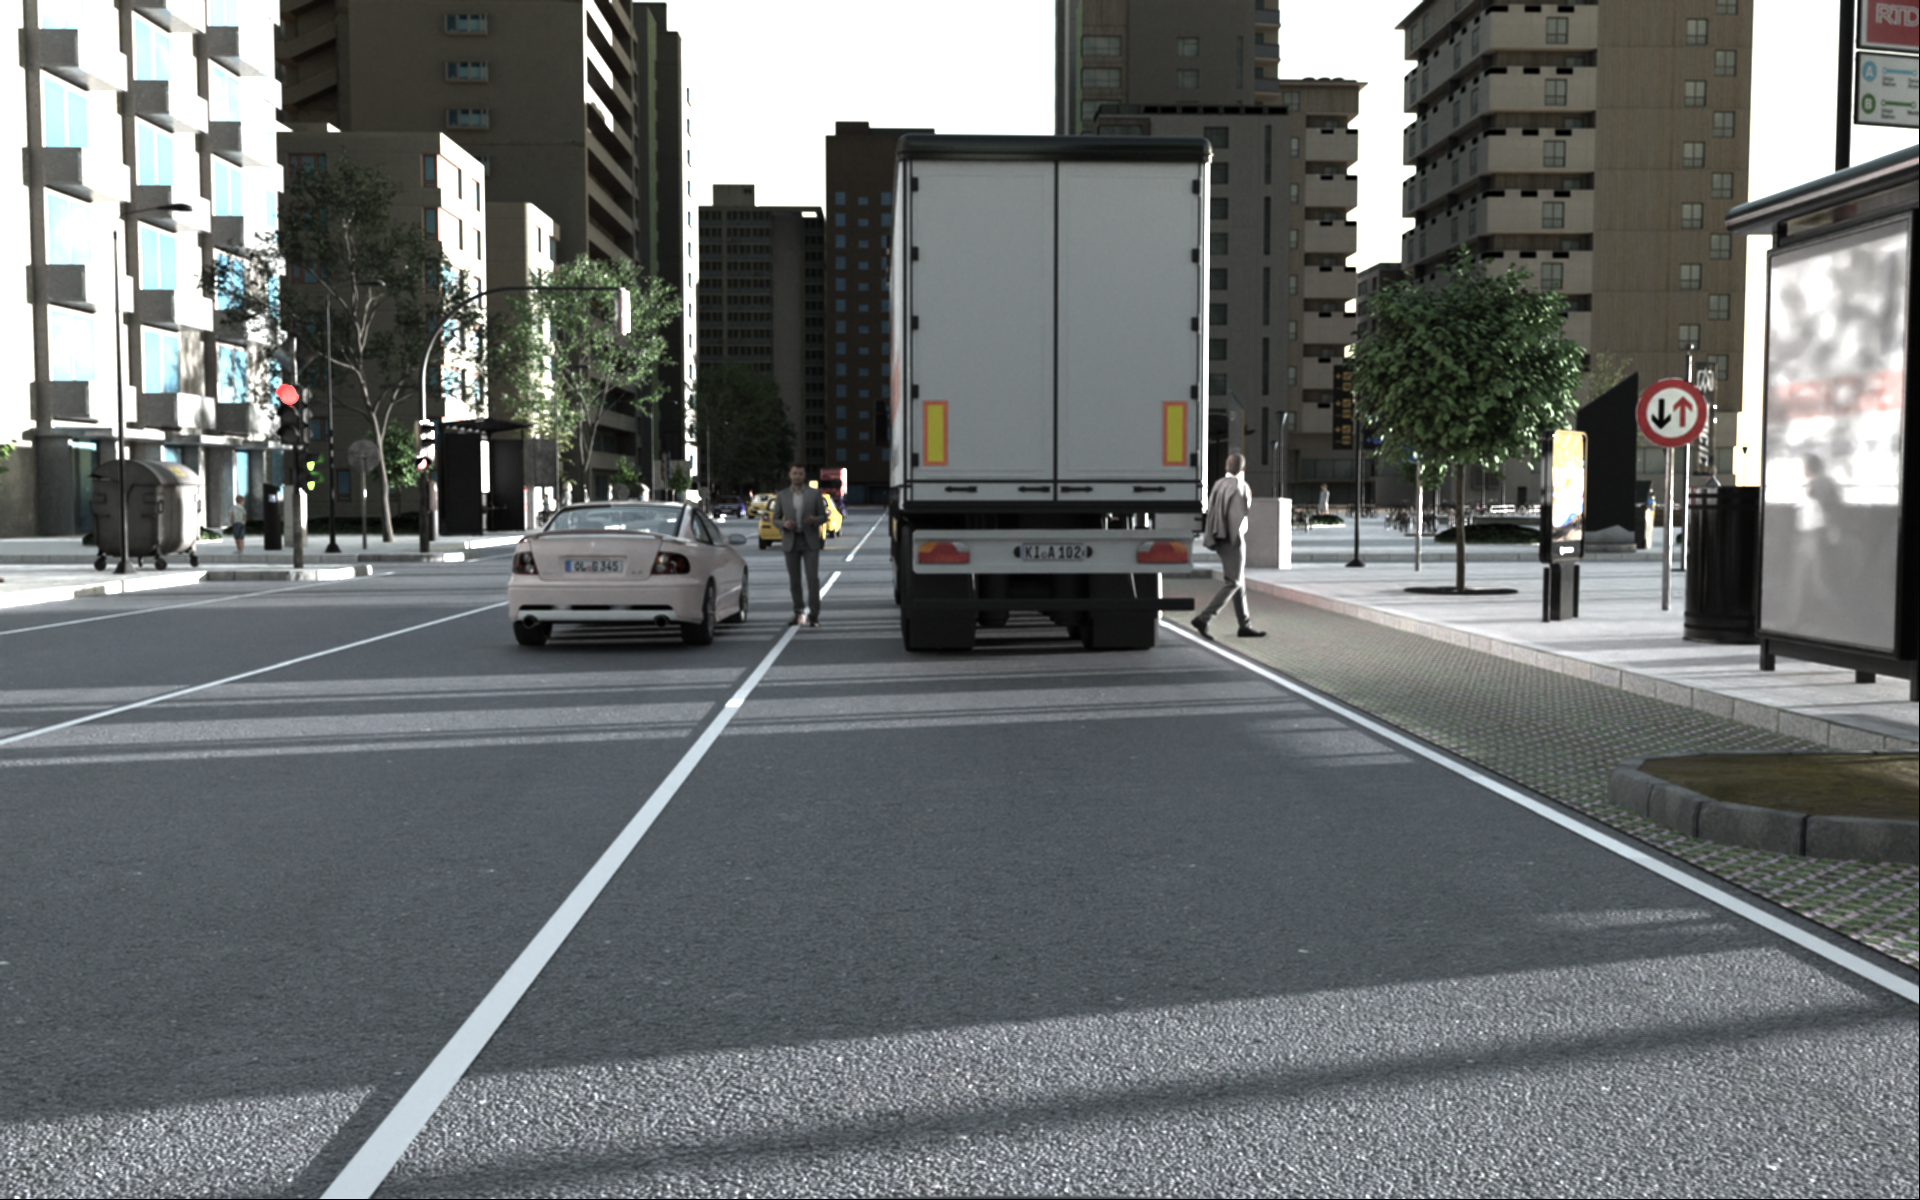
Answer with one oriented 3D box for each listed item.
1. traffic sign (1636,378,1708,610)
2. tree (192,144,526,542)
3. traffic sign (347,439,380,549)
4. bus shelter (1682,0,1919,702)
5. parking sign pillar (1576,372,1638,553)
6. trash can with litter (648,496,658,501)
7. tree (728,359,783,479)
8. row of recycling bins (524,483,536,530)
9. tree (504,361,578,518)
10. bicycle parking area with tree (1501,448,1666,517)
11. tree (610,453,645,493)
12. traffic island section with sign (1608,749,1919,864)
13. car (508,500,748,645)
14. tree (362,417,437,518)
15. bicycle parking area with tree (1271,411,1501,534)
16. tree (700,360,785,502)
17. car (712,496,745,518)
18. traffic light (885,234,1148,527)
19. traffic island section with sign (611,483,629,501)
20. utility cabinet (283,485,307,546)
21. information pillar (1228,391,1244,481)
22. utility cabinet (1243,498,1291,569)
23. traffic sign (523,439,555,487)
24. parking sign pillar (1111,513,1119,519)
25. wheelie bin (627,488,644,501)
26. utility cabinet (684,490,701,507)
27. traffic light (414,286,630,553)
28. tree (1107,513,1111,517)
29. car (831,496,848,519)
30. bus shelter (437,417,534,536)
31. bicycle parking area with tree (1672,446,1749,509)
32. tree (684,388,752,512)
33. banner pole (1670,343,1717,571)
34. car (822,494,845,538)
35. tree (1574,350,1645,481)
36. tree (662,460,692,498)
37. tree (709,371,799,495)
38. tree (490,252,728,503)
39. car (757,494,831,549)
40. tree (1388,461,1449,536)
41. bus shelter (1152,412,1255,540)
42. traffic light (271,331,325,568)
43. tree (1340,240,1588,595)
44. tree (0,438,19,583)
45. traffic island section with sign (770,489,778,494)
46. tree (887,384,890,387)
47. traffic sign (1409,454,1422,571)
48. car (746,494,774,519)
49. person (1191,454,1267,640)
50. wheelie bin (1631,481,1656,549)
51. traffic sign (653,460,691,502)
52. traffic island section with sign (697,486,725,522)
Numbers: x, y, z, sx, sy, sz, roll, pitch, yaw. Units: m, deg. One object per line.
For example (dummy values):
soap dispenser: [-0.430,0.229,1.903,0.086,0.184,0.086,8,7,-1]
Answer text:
traffic sign: [7.800,-1.160,19.066,0.768,2.556,0.104,0,4,5]
tree: [-15.533,-6.840,46.248,7.601,10.594,8.767,3,5,41]
traffic sign: [-13.849,-2.453,40.218,0.768,2.556,0.104,0,4,1]
bus shelter: [6.677,-2.044,11.052,2.179,5.291,8.768,0,4,-2]
parking sign pillar: [14.274,-3.054,38.406,1.447,3.967,1.447,0,4,1]
trash can with litter: [-16.974,-5.064,94.190,1.055,1.170,0.624,-2,4,-34]
tree: [-17.433,-12.469,129.626,9.928,11.665,9.643,0,3,0]
row of recycling bins: [-15.931,-3.331,61.571,1.069,1.692,3.534,0,4,2]
tree: [-21.600,-8.569,90.473,4.737,8.622,4.395,0,3,0]
bicycle parking area with tree: [32.216,-6.629,95.384,9.016,4.147,8.231,-2,4,-31]
tree: [-15.832,-5.306,81.356,1.663,3.219,1.824,0,3,0]
traffic island section with sign: [4.016,0.063,7.599,1.989,1.847,2.006,0,4,-2]
car: [-3.298,-0.335,17.833,2.083,1.381,4.827,0,4,0]
tree: [-23.908,-5.490,73.472,4.285,4.588,4.351,0,3,0]
bicycle parking area with tree: [13.606,-4.429,59.422,8.231,4.147,9.016,2,4,24]
tree: [-18.484,-14.009,147.167,7.486,12.596,7.792,0,3,0]
car: [-13.874,-5.588,103.942,1.945,1.354,3.894,0,4,-3]
traffic light: [1.093,-3.400,30.264,4.771,5.953,1.251,0,4,-2]
traffic island section with sign: [-12.311,-3.306,62.674,1.989,1.847,2.006,0,4,-2]
utility cabinet: [-16.312,-2.066,42.464,0.318,1.500,1.173,-1,4,-9]
information pillar: [6.245,-2.930,39.266,0.183,3.616,0.504,-2,4,-29]
utility cabinet: [5.314,-1.163,30.171,0.306,1.237,1.020,-2,4,-32]
traffic sign: [-15.959,-4.258,63.485,2.265,3.308,0.079,0,4,0]
parking sign pillar: [5.221,-4.432,60.931,1.447,3.967,1.447,1,4,20]
wheelie bin: [-15.972,-4.722,85.110,0.980,1.594,0.693,1,4,12]
utility cabinet: [-16.195,-5.889,104.960,0.318,1.500,1.173,3,4,39]
traffic light: [-9.658,-3.876,38.047,4.771,5.953,1.251,0,4,-2]
tree: [10.018,-9.792,110.462,4.737,8.622,4.395,0,3,0]
car: [-7.446,-5.321,99.571,1.945,1.354,3.894,0,4,-1]
bus shelter: [-15.246,-3.957,55.985,1.731,3.624,6.357,0,4,-2]
bicycle parking area with tree: [45.774,-7.296,106.286,9.016,4.147,8.231,-1,4,-22]
tree: [-16.671,-10.279,118.420,4.360,8.622,3.978,0,3,0]
banner pole: [12.279,-2.377,28.876,0.863,3.779,0.401,-1,4,-23]
car: [-4.892,-2.910,57.801,2.015,1.641,3.980,0,4,0]
tree: [32.934,-8.391,87.557,4.737,8.622,4.395,0,3,0]
tree: [-16.178,-6.453,100.113,1.663,3.219,1.824,0,3,0]
tree: [-18.842,-14.839,159.621,9.611,12.733,9.660,0,3,0]
tree: [-15.877,-9.019,73.217,9.928,11.665,9.643,0,3,0]
car: [-4.465,-2.214,46.423,2.015,1.641,3.980,0,4,-3]
tree: [14.222,-3.564,52.866,1.663,3.219,1.824,0,3,0]
bus shelter: [6.217,-3.166,45.684,2.014,3.302,5.546,0,4,-2]
traffic light: [-11.471,-2.510,29.960,0.839,4.253,0.868,0,4,-2]
tree: [6.598,-2.382,22.662,4.285,4.588,4.351,0,3,0]
tree: [-14.373,-1.865,25.086,1.663,3.219,1.824,0,3,0]
traffic island section with sign: [-14.956,-8.022,139.784,1.989,1.847,2.006,0,4,-2]
tree: [-1.214,-20.323,188.173,12.611,20.169,13.585,0,3,0]
traffic sign: [7.643,-1.758,28.850,0.768,2.556,0.104,0,4,6]
car: [-11.453,-5.569,101.278,2.015,1.641,3.980,0,4,-3]
person: [2.678,-0.519,17.087,0.850,1.850,0.679,-1,4,-16]
wheelie bin: [15.876,-2.003,40.662,0.980,1.594,0.693,3,5,43]
traffic sign: [-17.293,-6.735,103.989,2.265,3.308,0.079,0,4,1]
traffic island section with sign: [-13.231,-4.953,89.613,1.989,1.847,2.006,0,4,-2]
